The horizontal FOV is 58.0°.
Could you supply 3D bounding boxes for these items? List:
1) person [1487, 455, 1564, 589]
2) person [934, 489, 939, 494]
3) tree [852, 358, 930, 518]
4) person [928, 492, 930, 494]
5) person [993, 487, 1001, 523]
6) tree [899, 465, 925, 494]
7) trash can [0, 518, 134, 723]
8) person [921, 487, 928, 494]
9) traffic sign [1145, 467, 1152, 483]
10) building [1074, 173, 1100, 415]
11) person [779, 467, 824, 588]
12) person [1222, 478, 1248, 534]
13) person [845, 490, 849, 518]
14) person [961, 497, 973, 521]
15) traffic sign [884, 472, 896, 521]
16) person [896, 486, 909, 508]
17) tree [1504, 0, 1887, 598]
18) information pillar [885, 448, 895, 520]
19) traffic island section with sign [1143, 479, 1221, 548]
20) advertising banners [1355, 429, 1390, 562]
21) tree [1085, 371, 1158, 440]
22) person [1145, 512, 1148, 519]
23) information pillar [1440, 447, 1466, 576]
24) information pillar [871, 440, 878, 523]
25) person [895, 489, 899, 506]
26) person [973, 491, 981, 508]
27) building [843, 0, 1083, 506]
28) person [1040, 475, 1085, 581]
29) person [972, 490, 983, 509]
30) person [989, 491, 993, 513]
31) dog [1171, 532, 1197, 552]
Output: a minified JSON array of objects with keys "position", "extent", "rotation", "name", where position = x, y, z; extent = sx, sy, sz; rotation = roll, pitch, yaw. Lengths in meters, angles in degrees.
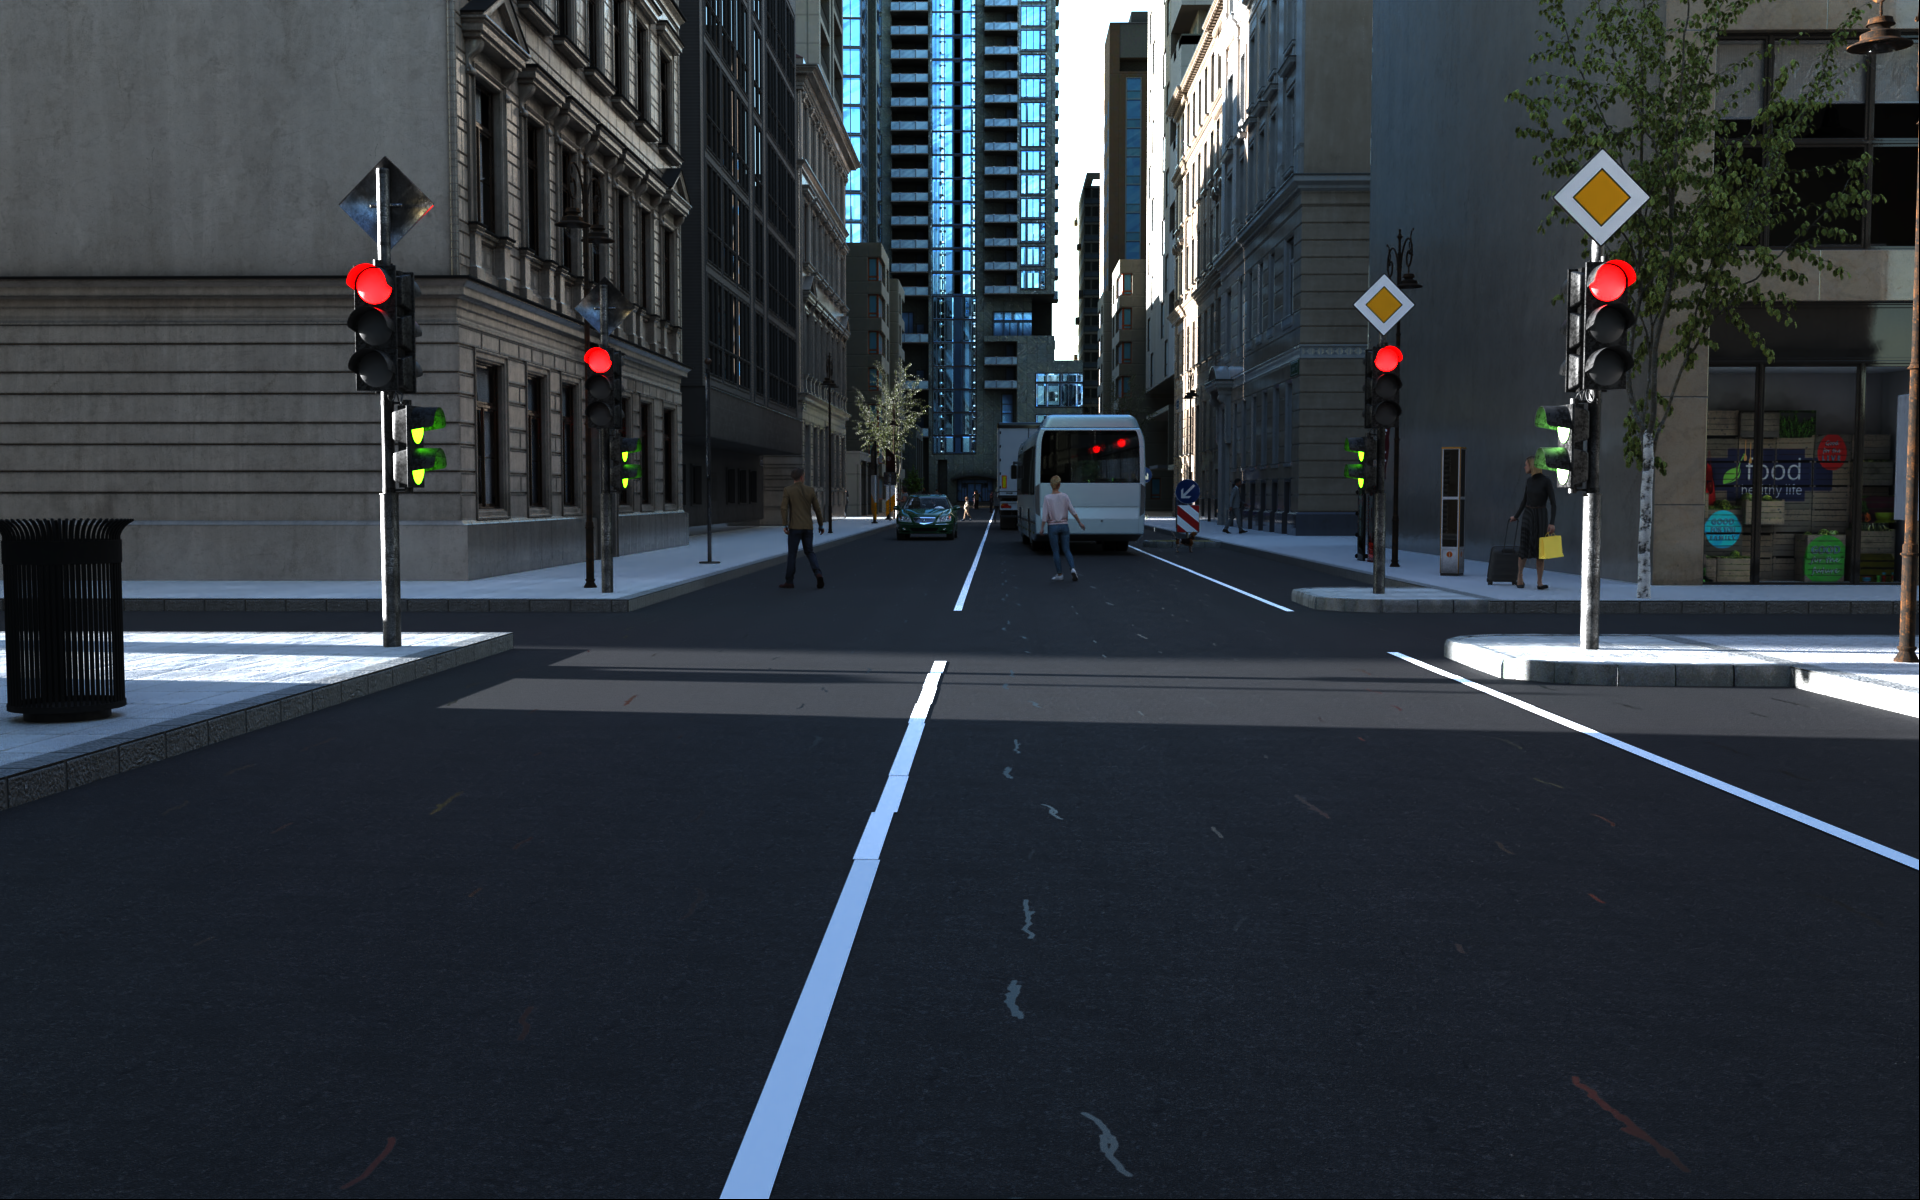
[{"position":[7.759,-1.069,23.744],"extent":[0.699,1.804,1.509],"rotation":[0,4,4],"name":"person"},{"position":[-2.094,-9.260,157.979],"extent":[0.617,1.759,0.750],"rotation":[1,4,14],"name":"person"},{"position":[-3.643,-8.726,93.040],"extent":[4.360,8.622,3.978],"rotation":[0,3,0],"name":"tree"},{"position":[-2.549,-8.980,156.106],"extent":[0.697,1.427,0.421],"rotation":[0,4,6],"name":"person"},{"position":[1.881,-4.698,85.501],"extent":[0.526,1.800,0.537],"rotation":[-3,5,-43],"name":"person"},{"position":[-3.115,-7.145,111.422],"extent":[1.663,3.219,1.824],"rotation":[0,3,0],"name":"tree"},{"position":[-5.118,0.107,9.900],"extent":[0.748,1.137,0.748],"rotation":[0,3,0],"name":"trash can"},{"position":[-2.885,-8.167,139.589],"extent":[1.348,1.821,0.705],"rotation":[3,4,38],"name":"person"},{"position":[8.617,-4.960,81.207],"extent":[0.768,2.556,0.104],"rotation":[0,4,4],"name":"traffic sign"},{"position":[25.400,-30.977,198.359],"extent":[23.993,40.220,32.217],"rotation":[0,4,1],"name":"building"},{"position":[-2.387,-1.099,26.379],"extent":[0.836,1.842,0.656],"rotation":[3,4,36],"name":"person"},{"position":[8.952,-3.056,56.285],"extent":[0.850,1.792,0.678],"rotation":[1,4,16],"name":"person"},{"position":[-6.123,-5.165,90.918],"extent":[0.576,1.772,0.534],"rotation":[-2,4,-31],"name":"person"},{"position":[0.370,-4.816,91.509],"extent":[0.640,1.303,0.475],"rotation":[-1,4,-19],"name":"person"},{"position":[-3.284,-4.843,81.319],"extent":[0.606,2.300,0.079],"rotation":[0,4,6],"name":"traffic sign"},{"position":[-2.353,-3.755,70.245],"extent":[0.532,1.782,0.716],"rotation":[0,4,-3],"name":"person"},{"position":[8.674,-4.328,21.125],"extent":[4.737,8.622,4.395],"rotation":[0,3,0],"name":"tree"},{"position":[-3.512,-5.854,87.060],"extent":[0.504,3.616,0.183],"rotation":[-1,4,-19],"name":"information pillar"},{"position":[6.014,-2.359,47.193],"extent":[1.989,1.847,2.006],"rotation":[0,4,1],"name":"traffic island section with sign"},{"position":[7.753,-2.224,32.544],"extent":[0.090,3.025,2.074],"rotation":[0,4,-2],"name":"advertising banners"},{"position":[9.438,-9.262,101.797],"extent":[4.360,8.622,3.978],"rotation":[0,3,0],"name":"tree"},{"position":[9.298,-5.022,88.636],"extent":[0.515,1.767,0.782],"rotation":[-1,4,-12],"name":"person"},{"position":[7.747,-1.390,27.219],"extent":[0.304,2.012,0.304],"rotation":[2,4,32],"name":"information pillar"},{"position":[-3.778,-5.174,75.950],"extent":[0.183,3.616,0.504],"rotation":[-1,4,-23],"name":"information pillar"},{"position":[-4.516,-6.997,121.231],"extent":[0.721,1.735,1.217],"rotation":[2,4,24],"name":"person"},{"position":[1.670,-9.999,172.780],"extent":[0.742,1.727,0.445],"rotation":[-1,4,-10],"name":"person"},{"position":[-2.218,-53.785,192.055],"extent":[31.000,86.520,22.319],"rotation":[0,4,1],"name":"building"},{"position":[1.755,-1.192,28.668],"extent":[0.731,1.740,0.598],"rotation":[-2,4,-29],"name":"person"},{"position":[1.601,-9.451,163.123],"extent":[1.348,1.812,0.705],"rotation":[-3,4,-39],"name":"person"},{"position":[2.458,-7.501,132.610],"extent":[0.415,1.643,0.593],"rotation":[-3,4,-36],"name":"person"},{"position":[5.527,-1.428,42.632],"extent":[0.540,0.507,0.406],"rotation":[-3,5,-43],"name":"dog"}]
